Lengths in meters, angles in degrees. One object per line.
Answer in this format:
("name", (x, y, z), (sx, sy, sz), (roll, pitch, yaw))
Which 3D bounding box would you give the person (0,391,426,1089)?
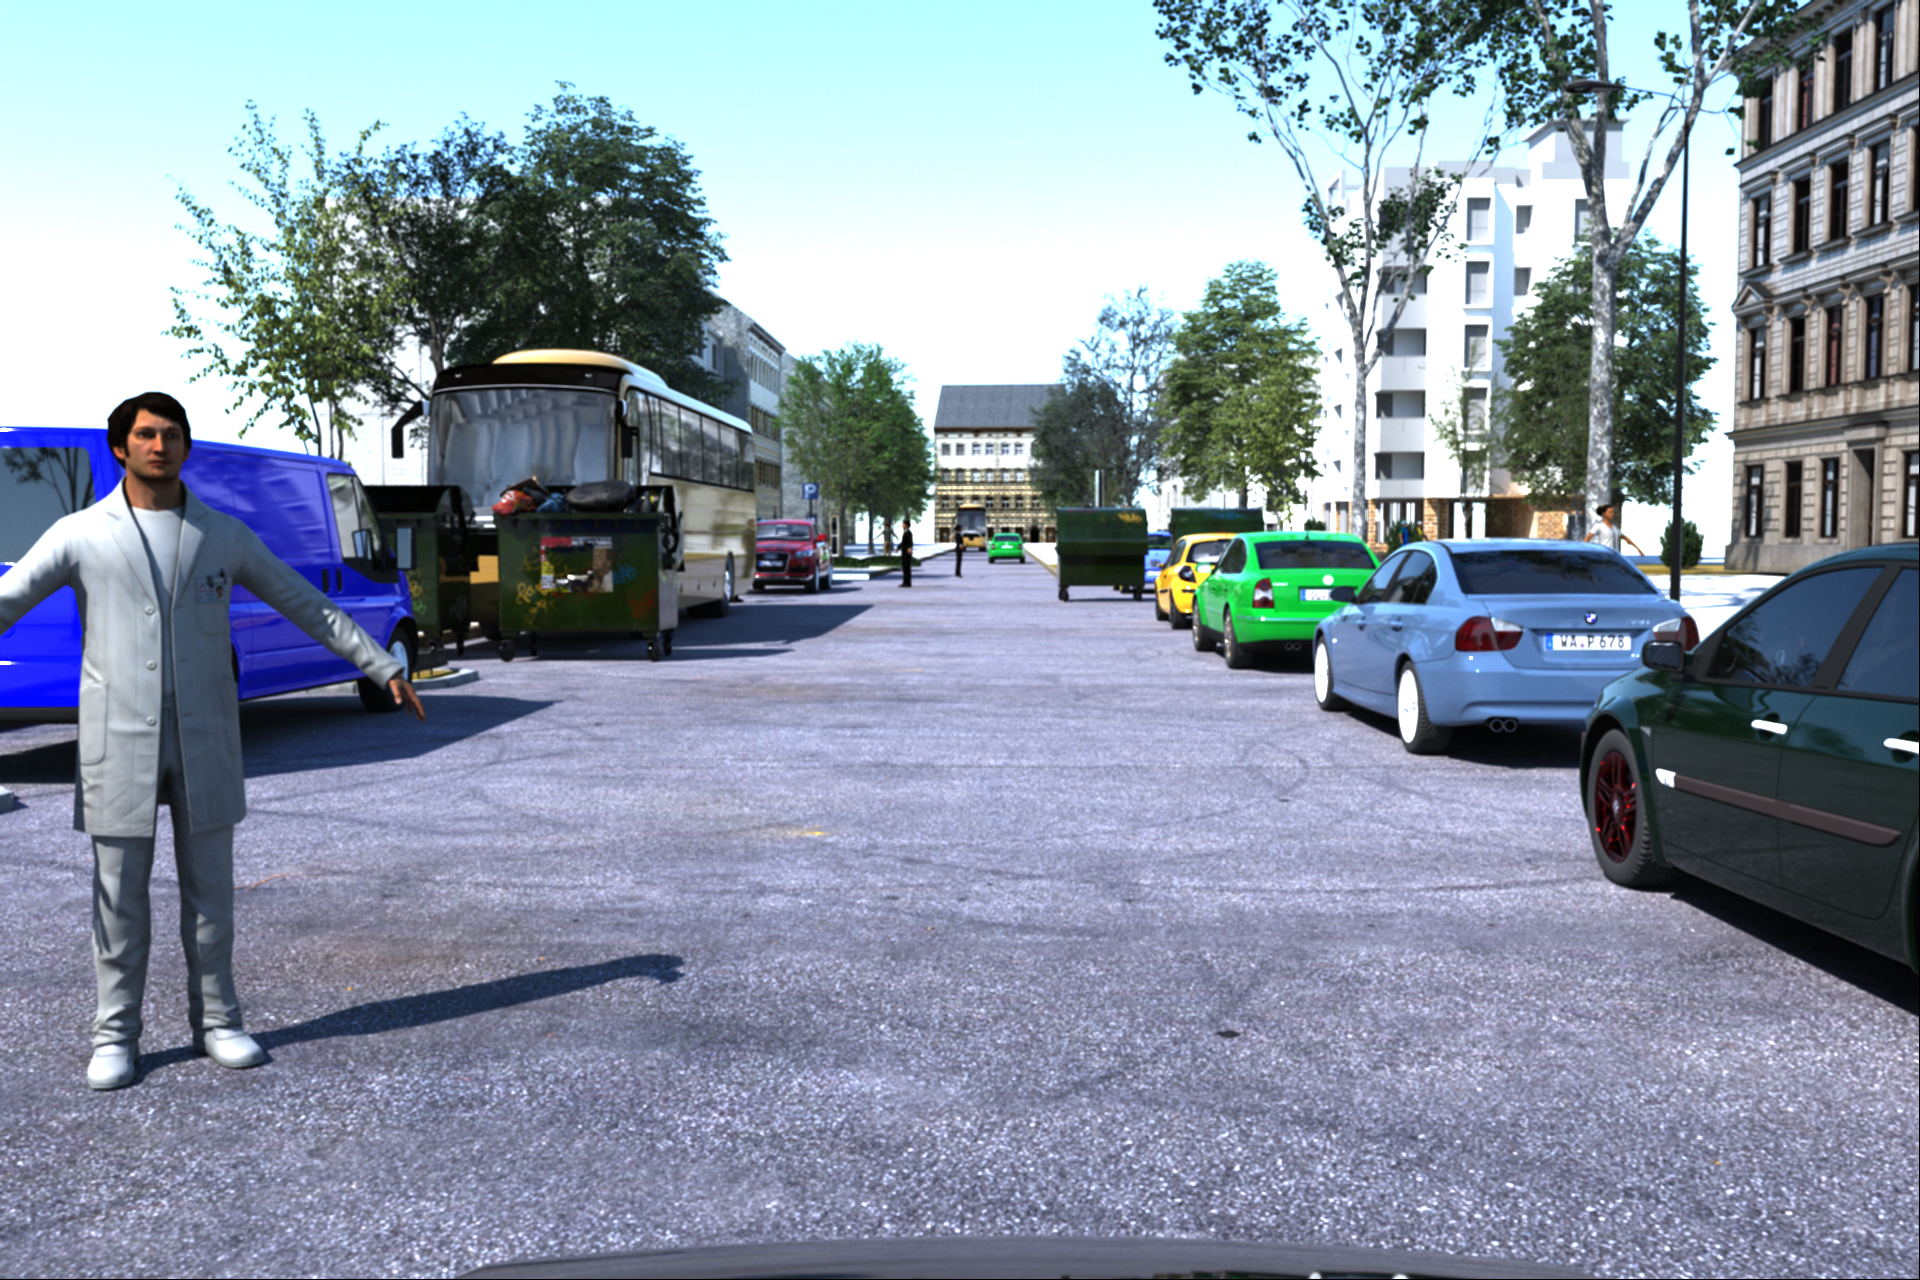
("person", (-2.127, 0.246, 4.619), (1.347, 1.806, 0.705), (-2, 4, -34))

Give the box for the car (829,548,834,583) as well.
("car", (-4.645, -2.315, 49.859), (2.014, 1.417, 4.499), (0, 4, 1))

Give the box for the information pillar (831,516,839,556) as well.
("information pillar", (-5.131, -4.066, 70.978), (0.304, 2.012, 0.304), (0, 4, 2))

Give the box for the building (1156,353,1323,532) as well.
("building", (30.025, -19.053, 177.971), (16.747, 18.905, 31.486), (0, 4, 1))

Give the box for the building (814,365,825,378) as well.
("building", (-21.224, -20.680, 194.542), (16.016, 20.090, 11.380), (0, 4, 1))

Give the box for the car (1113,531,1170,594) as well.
("car", (4.718, -2.045, 43.026), (1.945, 1.707, 3.694), (0, 4, 1))

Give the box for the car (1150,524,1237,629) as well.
("car", (4.057, -1.052, 27.431), (2.015, 1.641, 3.980), (0, 4, 2))

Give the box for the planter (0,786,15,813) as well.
("planter", (-5.926, 0.770, 8.550), (1.991, 0.319, 1.994), (0, 4, 1))

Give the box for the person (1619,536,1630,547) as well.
("person", (18.604, -2.675, 49.910), (1.345, 1.807, 0.704), (1, 4, 17))

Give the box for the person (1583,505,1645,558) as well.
("person", (10.046, -1.221, 26.729), (1.217, 1.739, 0.721), (-1, 4, -20))

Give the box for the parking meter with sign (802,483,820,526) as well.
("parking meter with sign", (-5.081, -3.900, 60.019), (0.543, 3.016, 1.738), (0, 4, 2))

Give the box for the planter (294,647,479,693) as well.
("planter", (-5.741, 0.280, 16.569), (1.991, 0.319, 1.994), (0, 4, 2))

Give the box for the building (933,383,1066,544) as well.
("building", (6.270, -25.594, 251.840), (18.063, 23.208, 19.493), (0, 4, 6))

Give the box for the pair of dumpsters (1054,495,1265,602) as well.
("pair of dumpsters", (4.228, -1.961, 37.015), (4.436, 2.255, 1.574), (0, 4, 0))

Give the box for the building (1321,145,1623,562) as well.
("building", (24.371, -14.348, 91.005), (16.016, 20.090, 11.380), (0, 4, 1))

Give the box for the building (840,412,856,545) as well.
("building", (-23.050, -23.645, 217.523), (19.493, 23.208, 18.063), (0, 4, 1))

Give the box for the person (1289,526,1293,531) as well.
("person", (18.084, -5.357, 94.300), (1.216, 1.740, 0.721), (-1, 4, -17))

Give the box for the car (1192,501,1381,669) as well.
("car", (3.738, -0.670, 19.757), (1.959, 1.807, 4.718), (0, 4, 0))

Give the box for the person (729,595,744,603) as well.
("person", (-4.730, -1.710, 36.197), (0.705, 1.856, 1.354), (1, 4, 17))

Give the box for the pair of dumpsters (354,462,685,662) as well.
("pair of dumpsters", (-5.466, -0.913, 19.871), (4.436, 2.255, 1.574), (0, 4, 2))

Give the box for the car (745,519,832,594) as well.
("car", (-4.380, -2.113, 43.223), (2.281, 1.827, 5.304), (0, 4, 1))

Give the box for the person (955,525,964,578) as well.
("person", (0.041, -2.931, 57.104), (0.721, 1.740, 1.216), (0, 4, -1))

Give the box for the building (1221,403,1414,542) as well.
("building", (24.171, -10.865, 119.784), (9.099, 9.664, 28.070), (0, 4, 2))

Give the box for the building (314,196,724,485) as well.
("building", (-25.250, -14.702, 106.841), (16.747, 18.905, 31.486), (0, 4, 1))

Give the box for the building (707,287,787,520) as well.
("building", (-24.004, -18.423, 132.148), (19.493, 23.208, 18.063), (0, 4, 1))

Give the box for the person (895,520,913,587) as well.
("person", (-1.473, -2.335, 46.821), (0.705, 1.806, 1.347), (-1, 4, -18))

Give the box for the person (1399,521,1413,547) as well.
("person", (17.676, -3.833, 68.790), (0.704, 1.817, 1.347), (2, 4, 31))

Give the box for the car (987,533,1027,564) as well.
("car", (2.322, -4.690, 85.480), (1.959, 1.807, 4.718), (0, 4, 2))

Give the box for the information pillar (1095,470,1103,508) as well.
("information pillar", (5.144, -4.452, 64.105), (0.184, 3.620, 1.656), (0, 4, 0))

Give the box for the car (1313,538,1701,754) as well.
("car", (3.787, -0.034, 12.558), (2.014, 1.417, 4.499), (0, 4, 0))

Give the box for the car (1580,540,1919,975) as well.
("car", (3.507, 0.242, 5.831), (2.009, 1.686, 4.222), (0, 4, 0))

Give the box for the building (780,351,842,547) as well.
("building", (-22.460, -21.363, 180.212), (19.493, 23.208, 18.063), (0, 4, 2))

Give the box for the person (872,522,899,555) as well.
("person", (-3.185, -4.226, 75.369), (1.348, 1.796, 0.705), (-2, 4, -32))

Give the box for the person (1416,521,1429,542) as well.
("person", (20.029, -4.245, 75.379), (0.705, 1.833, 1.349), (3, 5, 42))

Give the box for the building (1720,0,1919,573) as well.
("building", (29.320, -11.194, 46.635), (10.561, 19.211, 19.286), (0, 4, 2))
